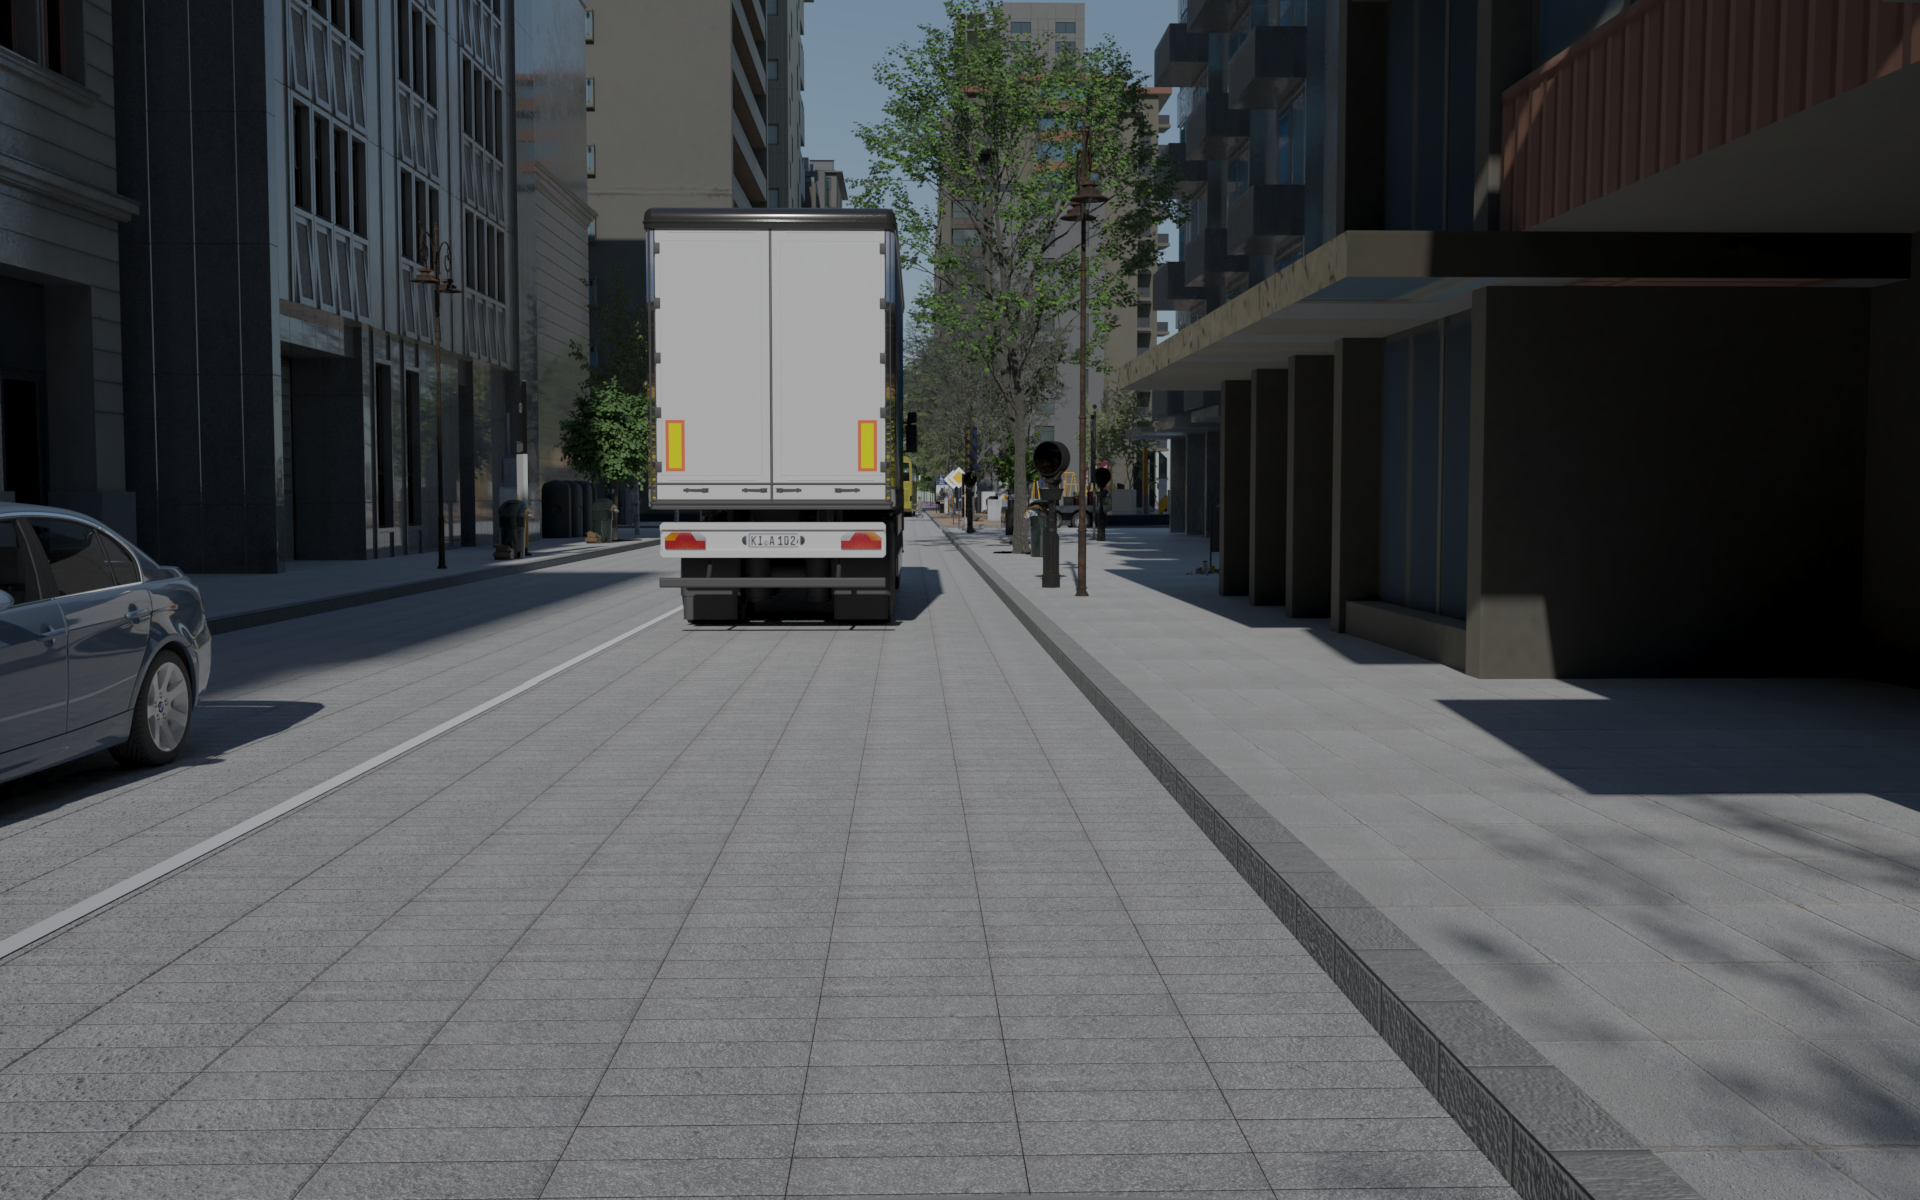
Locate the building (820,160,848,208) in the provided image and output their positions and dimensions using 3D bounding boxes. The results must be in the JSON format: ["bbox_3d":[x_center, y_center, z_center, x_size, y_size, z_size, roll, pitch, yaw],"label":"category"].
[{"bbox_3d":[-32.434,-41.965,275.373,28.713,52.752,27.495,0,4,-2],"label":"building"}]

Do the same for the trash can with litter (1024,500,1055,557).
[{"bbox_3d":[1.639,-1.476,35.520,0.624,1.170,1.055,0,4,4],"label":"trash can with litter"}]

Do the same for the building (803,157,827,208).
[{"bbox_3d":[-30.237,-38.326,246.231,23.786,49.044,30.456,0,4,-2],"label":"building"}]

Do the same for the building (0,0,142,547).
[{"bbox_3d":[-18.691,-13.910,14.826,14.401,28.519,23.554,0,4,-2],"label":"building"}]

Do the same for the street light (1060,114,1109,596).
[{"bbox_3d":[1.534,-2.986,21.604,0.468,5.910,1.993,0,4,-2],"label":"street light"}]

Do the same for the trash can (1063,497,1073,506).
[{"bbox_3d":[6.360,-5.500,101.579,0.748,1.137,0.748,0,3,0],"label":"trash can"}]

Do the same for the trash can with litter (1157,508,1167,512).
[{"bbox_3d":[14.761,-6.936,124.786,1.055,1.170,0.624,-3,5,-39],"label":"trash can with litter"}]

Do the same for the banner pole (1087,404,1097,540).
[{"bbox_3d":[3.697,-3.557,48.168,0.401,3.779,0.863,1,4,15],"label":"banner pole"}]

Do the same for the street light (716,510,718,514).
[{"bbox_3d":[-10.184,-6.092,72.393,0.468,5.910,1.993,0,4,-2],"label":"street light"}]

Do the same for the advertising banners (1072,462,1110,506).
[{"bbox_3d":[7.107,-5.985,94.042,2.074,3.025,0.090,0,4,1],"label":"advertising banners"}]

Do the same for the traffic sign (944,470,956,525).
[{"bbox_3d":[-0.275,-4.172,71.858,0.795,2.450,0.064,0,4,-2],"label":"traffic sign"}]

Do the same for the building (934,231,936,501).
[{"bbox_3d":[6.378,-41.090,295.525,21.300,48.544,21.600,0,4,-2],"label":"building"}]

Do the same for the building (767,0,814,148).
[{"bbox_3d":[-28.386,-34.923,160.224,28.713,52.752,27.495,0,4,-2],"label":"building"}]

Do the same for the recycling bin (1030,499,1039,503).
[{"bbox_3d":[3.643,-4.651,88.595,0.722,1.027,0.722,1,4,15],"label":"recycling bin"}]

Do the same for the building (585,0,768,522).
[{"bbox_3d":[-21.396,-28.446,88.793,21.300,48.544,21.600,0,4,-2],"label":"building"}]

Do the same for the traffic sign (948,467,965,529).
[{"bbox_3d":[-0.040,-3.684,63.876,0.795,2.450,0.064,0,4,-2],"label":"traffic sign"}]

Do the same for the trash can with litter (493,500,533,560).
[{"bbox_3d":[-8.834,-1.392,34.139,0.624,1.170,1.055,0,4,0],"label":"trash can with litter"}]

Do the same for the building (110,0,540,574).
[{"bbox_3d":[-17.257,-13.381,36.799,12.078,24.808,19.932,0,4,-2],"label":"building"}]

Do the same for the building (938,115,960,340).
[{"bbox_3d":[8.217,-35.859,210.001,21.300,48.544,21.600,0,4,-2],"label":"building"}]

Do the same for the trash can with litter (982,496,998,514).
[{"bbox_3d":[1.755,-6.062,110.500,0.624,1.170,1.055,-3,4,-36],"label":"trash can with litter"}]

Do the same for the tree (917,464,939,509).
[{"bbox_3d":[-3.133,-12.700,191.352,4.285,4.588,4.351,0,3,0],"label":"tree"}]

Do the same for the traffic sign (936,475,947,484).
[{"bbox_3d":[-1.249,-7.229,118.308,0.768,2.556,0.104,0,4,5],"label":"traffic sign"}]

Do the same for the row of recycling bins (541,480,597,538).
[{"bbox_3d":[-11.620,-2.732,51.781,1.069,1.692,3.534,0,4,4],"label":"row of recycling bins"}]

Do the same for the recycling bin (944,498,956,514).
[{"bbox_3d":[-0.660,-6.092,112.153,0.722,1.027,0.722,0,4,-3],"label":"recycling bin"}]

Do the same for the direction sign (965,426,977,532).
[{"bbox_3d":[0.370,-4.042,58.088,0.379,3.537,0.876,2,4,26],"label":"direction sign"}]

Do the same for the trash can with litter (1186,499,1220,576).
[{"bbox_3d":[4.707,-1.034,27.957,2.233,1.210,1.678,0,4,1],"label":"trash can with litter"}]

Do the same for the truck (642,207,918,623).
[{"bbox_3d":[-1.981,-2.060,22.600,2.839,4.237,11.283,0,4,-1],"label":"truck"}]

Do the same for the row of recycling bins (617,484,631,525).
[{"bbox_3d":[-14.384,-4.043,73.216,1.069,1.692,3.534,0,4,-7],"label":"row of recycling bins"}]

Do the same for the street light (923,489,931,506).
[{"bbox_3d":[-4.288,-15.311,223.121,0.468,5.910,1.993,0,4,-2],"label":"street light"}]

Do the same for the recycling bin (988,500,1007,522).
[{"bbox_3d":[1.732,-4.094,79.488,0.722,1.027,0.722,2,4,28],"label":"recycling bin"}]

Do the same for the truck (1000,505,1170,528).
[{"bbox_3d":[11.024,-4.754,67.490,18.799,4.110,2.967,0,4,-2],"label":"truck"}]

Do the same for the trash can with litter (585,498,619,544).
[{"bbox_3d":[-9.348,-2.061,45.080,0.624,1.170,1.055,1,4,10],"label":"trash can with litter"}]

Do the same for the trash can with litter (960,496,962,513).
[{"bbox_3d":[0.242,-6.401,116.044,0.624,1.170,1.055,0,4,3],"label":"trash can with litter"}]

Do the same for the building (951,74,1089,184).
[{"bbox_3d":[10.305,-32.438,184.980,22.147,44.769,28.867,0,4,-2],"label":"building"}]

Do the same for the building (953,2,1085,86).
[{"bbox_3d":[7.242,-50.140,258.044,20.563,71.187,20.611,0,4,-2],"label":"building"}]

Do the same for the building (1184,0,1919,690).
[{"bbox_3d":[13.284,-21.642,8.466,22.147,44.769,28.867,0,4,-2],"label":"building"}]

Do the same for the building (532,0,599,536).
[{"bbox_3d":[-24.978,-15.751,54.796,25.104,27.353,12.463,0,4,-2],"label":"building"}]

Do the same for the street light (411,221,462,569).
[{"bbox_3d":[-8.912,-3.476,29.621,0.468,5.910,1.993,0,4,-2],"label":"street light"}]

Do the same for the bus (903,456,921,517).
[{"bbox_3d":[-4.134,-7.306,111.002,2.896,3.916,12.252,0,4,0],"label":"bus"}]

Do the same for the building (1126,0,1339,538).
[{"bbox_3d":[17.411,-26.083,46.064,23.786,49.044,30.456,0,4,-2],"label":"building"}]

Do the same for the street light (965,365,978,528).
[{"bbox_3d":[0.414,-5.482,62.425,0.468,5.910,1.993,0,4,-2],"label":"street light"}]

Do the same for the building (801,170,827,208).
[{"bbox_3d":[-23.677,-32.374,212.910,14.154,41.232,14.086,0,4,-2],"label":"building"}]

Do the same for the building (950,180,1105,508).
[{"bbox_3d":[6.066,-23.979,163.763,14.160,30.474,14.107,0,4,-2],"label":"building"}]

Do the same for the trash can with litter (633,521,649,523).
[{"bbox_3d":[-15.120,-4.042,77.150,2.233,1.210,1.678,2,4,28],"label":"trash can with litter"}]
